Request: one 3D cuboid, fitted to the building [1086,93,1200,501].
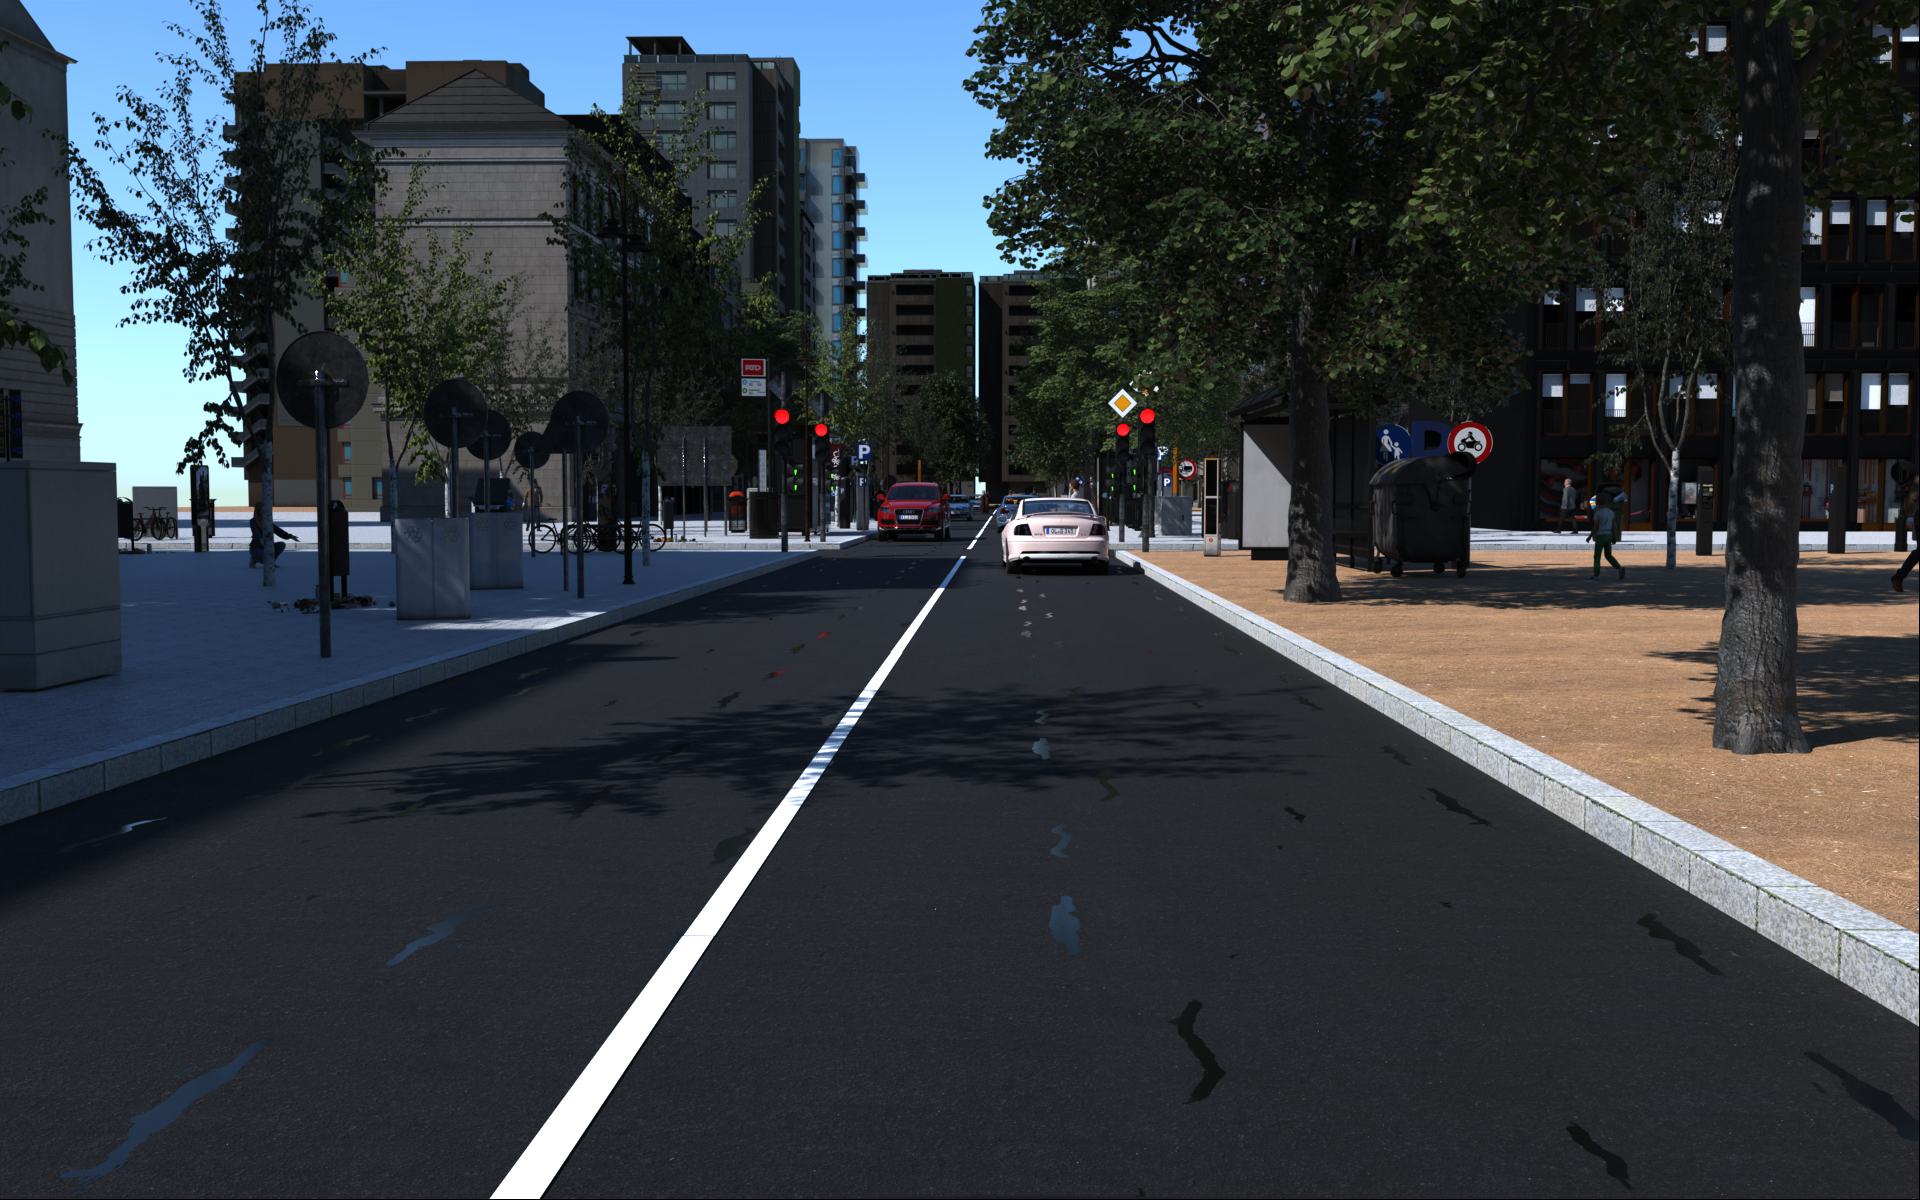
[{"bbox_3d":[30.425,-39.315,232.031,27.495,52.752,28.713,0,4,2],"label":"building"}]

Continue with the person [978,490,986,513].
[{"bbox_3d":[1.665,-7.326,129.008,0.721,1.736,1.217,2,4,27],"label":"person"}]

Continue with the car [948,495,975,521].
[{"bbox_3d":[-0.212,-4.986,93.518,2.014,1.417,4.499,0,4,2],"label":"car"}]

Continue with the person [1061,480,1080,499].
[{"bbox_3d":[2.482,-1.818,38.790,0.524,1.755,0.480,1,4,16],"label":"person"}]

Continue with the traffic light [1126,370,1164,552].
[{"bbox_3d":[4.082,-3.011,38.153,0.839,4.253,0.868,0,4,2],"label":"traffic light"}]

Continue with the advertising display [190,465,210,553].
[{"bbox_3d":[-16.834,-2.029,38.391,0.123,1.923,0.974,0,4,-8],"label":"advertising display"}]

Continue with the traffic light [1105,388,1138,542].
[{"bbox_3d":[4.301,-3.499,46.135,0.839,4.253,0.868,0,4,2],"label":"traffic light"}]

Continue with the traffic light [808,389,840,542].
[{"bbox_3d":[-3.658,-3.512,46.337,0.839,4.253,0.868,0,4,2],"label":"traffic light"}]

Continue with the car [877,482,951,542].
[{"bbox_3d":[-1.388,-2.774,54.027,2.281,1.827,5.304,0,4,3],"label":"car"}]

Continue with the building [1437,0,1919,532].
[{"bbox_3d":[27.366,-14.365,64.545,15.834,23.373,12.332,0,4,2],"label":"building"}]

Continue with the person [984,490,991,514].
[{"bbox_3d":[2.033,-7.207,127.257,0.530,1.710,0.541,1,4,11],"label":"person"}]

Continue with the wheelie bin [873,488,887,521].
[{"bbox_3d":[-3.822,-4.597,83.076,0.693,1.594,0.980,0,4,-7],"label":"wheelie bin"}]

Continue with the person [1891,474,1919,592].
[{"bbox_3d":[12.554,-1.011,22.490,0.836,1.842,0.656,3,5,44],"label":"person"}]

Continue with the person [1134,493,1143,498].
[{"bbox_3d":[14.743,-8.310,141.991,1.350,1.814,0.705,3,5,44],"label":"person"}]

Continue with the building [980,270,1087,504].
[{"bbox_3d":[9.364,-27.824,226.624,14.107,30.474,14.160,0,4,2],"label":"building"}]

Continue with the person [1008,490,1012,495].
[{"bbox_3d":[3.931,-7.435,130.781,0.721,1.743,1.217,0,4,3],"label":"person"}]

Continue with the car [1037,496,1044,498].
[{"bbox_3d":[3.229,-4.005,78.070,1.945,1.354,3.894,0,4,2],"label":"car"}]

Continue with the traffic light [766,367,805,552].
[{"bbox_3d":[-3.877,-3.023,38.354,0.839,4.253,0.868,0,4,2],"label":"traffic light"}]

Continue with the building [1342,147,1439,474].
[{"bbox_3d":[27.695,-13.493,88.070,16.820,18.784,16.811,0,4,2],"label":"building"}]

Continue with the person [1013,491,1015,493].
[{"bbox_3d":[6.181,-11.591,198.548,0.617,1.759,0.750,0,4,4],"label":"person"}]

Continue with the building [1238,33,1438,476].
[{"bbox_3d":[28.776,-29.289,128.979,14.600,45.320,14.200,0,4,2],"label":"building"}]

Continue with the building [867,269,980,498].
[{"bbox_3d":[-4.964,-27.784,225.965,14.107,30.474,14.160,0,4,2],"label":"building"}]

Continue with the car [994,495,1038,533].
[{"bbox_3d":[2.258,-3.205,64.409,2.014,1.417,4.499,0,4,2],"label":"car"}]

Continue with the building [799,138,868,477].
[{"bbox_3d":[-27.458,-37.420,231.430,30.456,49.044,23.786,0,4,2],"label":"building"}]

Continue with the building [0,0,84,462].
[{"bbox_3d":[-44.414,-13.195,64.894,18.267,20.994,9.793,0,4,2],"label":"building"}]

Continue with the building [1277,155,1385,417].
[{"bbox_3d":[28.212,-16.304,108.363,13.314,21.916,24.055,0,4,2],"label":"building"}]

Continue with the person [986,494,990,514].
[{"bbox_3d":[2.018,-7.005,126.298,0.557,1.426,1.065,-1,4,-10],"label":"person"}]

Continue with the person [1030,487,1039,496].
[{"bbox_3d":[3.740,-4.811,87.506,0.623,1.781,0.721,-2,4,-25],"label":"person"}]

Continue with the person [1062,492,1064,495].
[{"bbox_3d":[10.492,-10.146,172.865,0.756,1.711,0.436,-3,4,-36],"label":"person"}]

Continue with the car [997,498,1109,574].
[{"bbox_3d":[1.746,-1.232,32.499,2.083,1.381,4.827,0,4,0],"label":"car"}]

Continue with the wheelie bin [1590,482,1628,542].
[{"bbox_3d":[17.437,-2.358,46.469,0.980,1.594,0.693,0,4,-2],"label":"wheelie bin"}]

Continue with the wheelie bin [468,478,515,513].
[{"bbox_3d":[-9.199,-1.604,34.137,0.980,1.594,0.693,0,4,4],"label":"wheelie bin"}]

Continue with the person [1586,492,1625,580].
[{"bbox_3d":[9.624,-0.948,25.795,0.306,1.304,0.590,-3,4,-38],"label":"person"}]

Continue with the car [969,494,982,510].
[{"bbox_3d":[1.435,-7.966,142.252,2.014,1.417,4.499,0,4,3],"label":"car"}]

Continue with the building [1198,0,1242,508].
[{"bbox_3d":[32.163,-31.989,146.715,21.300,48.544,21.600,0,4,2],"label":"building"}]

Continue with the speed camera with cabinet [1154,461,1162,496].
[{"bbox_3d":[9.504,-5.219,79.666,0.660,3.252,2.038,-1,4,-11],"label":"speed camera with cabinet"}]

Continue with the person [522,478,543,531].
[{"bbox_3d":[-14.770,-3.296,59.839,0.656,1.842,0.836,-3,5,-45],"label":"person"}]

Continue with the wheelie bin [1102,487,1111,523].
[{"bbox_3d":[6.750,-4.268,77.694,0.693,1.594,0.980,1,4,17],"label":"wheelie bin"}]

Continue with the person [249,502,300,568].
[{"bbox_3d":[-12.015,-1.143,30.231,0.738,1.151,1.012,2,4,30],"label":"person"}]

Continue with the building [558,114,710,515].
[{"bbox_3d":[-23.277,-17.120,109.587,12.332,23.373,15.834,0,4,2],"label":"building"}]

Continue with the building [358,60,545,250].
[{"bbox_3d":[-50.999,-32.216,176.836,14.200,45.320,14.600,0,4,2],"label":"building"}]

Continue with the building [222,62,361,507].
[{"bbox_3d":[-65.178,-32.276,177.819,14.200,45.320,14.600,0,4,2],"label":"building"}]

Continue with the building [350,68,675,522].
[{"bbox_3d":[-22.189,-14.025,80.226,10.553,20.767,40.483,0,4,2],"label":"building"}]

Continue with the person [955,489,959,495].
[{"bbox_3d":[-0.382,-11.383,192.112,0.705,1.831,1.348,1,4,23],"label":"person"}]

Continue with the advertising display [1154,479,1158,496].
[{"bbox_3d":[8.660,-4.357,76.449,0.123,1.923,0.974,1,4,10],"label":"advertising display"}]

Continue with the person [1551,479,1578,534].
[{"bbox_3d":[19.556,-3.025,55.893,0.834,1.777,0.661,3,5,42],"label":"person"}]

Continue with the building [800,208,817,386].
[{"bbox_3d":[-21.994,-24.801,177.202,14.107,30.474,14.160,0,4,2],"label":"building"}]

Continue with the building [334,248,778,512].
[{"bbox_3d":[-30.041,-17.850,136.880,27.650,21.520,28.899,0,4,2],"label":"building"}]

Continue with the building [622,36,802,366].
[{"bbox_3d":[-22.258,-28.999,157.733,14.154,41.232,14.086,0,4,2],"label":"building"}]

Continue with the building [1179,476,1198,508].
[{"bbox_3d":[37.925,-29.217,169.574,32.217,40.220,23.993,0,4,2],"label":"building"}]

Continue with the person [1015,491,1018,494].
[{"bbox_3d":[5.694,-10.250,176.531,0.568,1.767,0.683,-1,4,-20],"label":"person"}]
